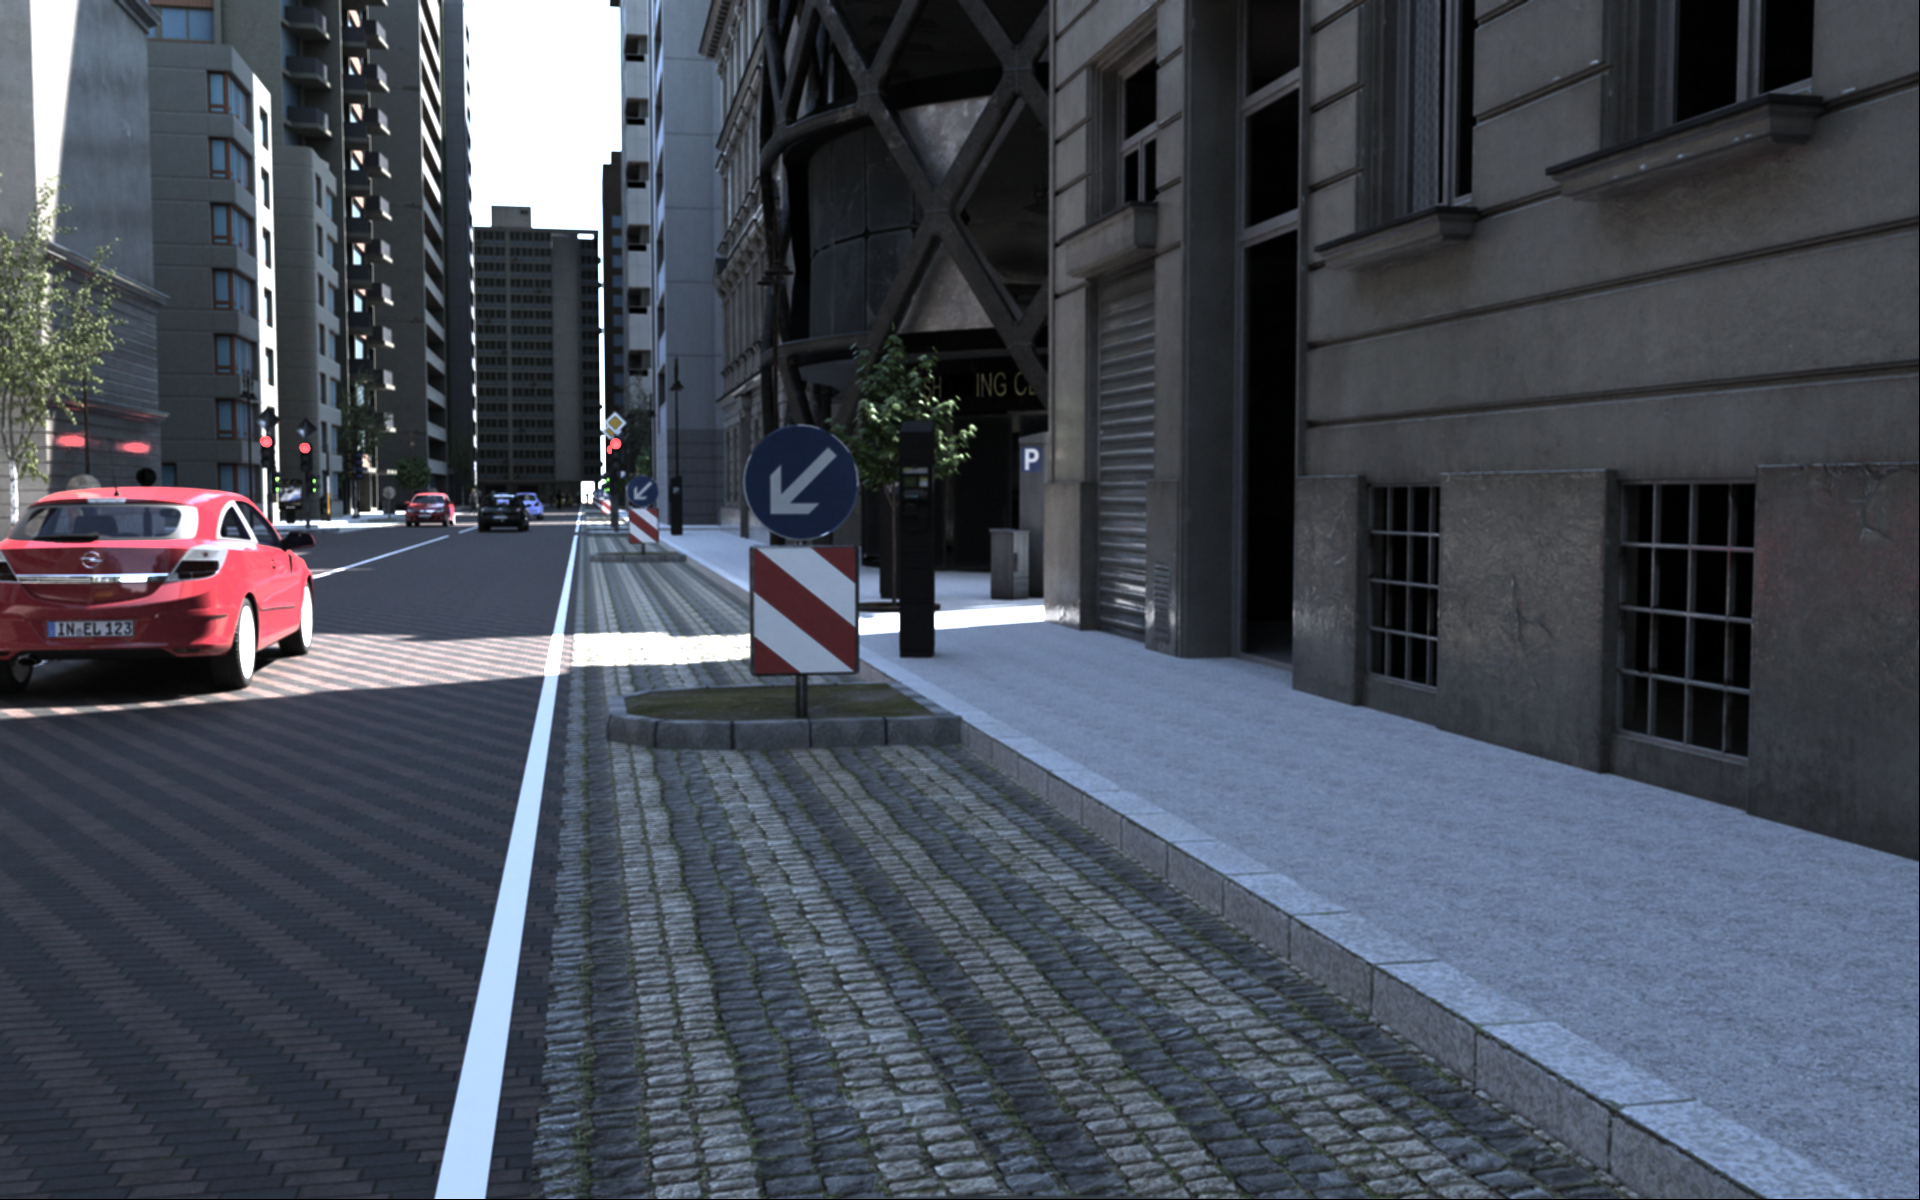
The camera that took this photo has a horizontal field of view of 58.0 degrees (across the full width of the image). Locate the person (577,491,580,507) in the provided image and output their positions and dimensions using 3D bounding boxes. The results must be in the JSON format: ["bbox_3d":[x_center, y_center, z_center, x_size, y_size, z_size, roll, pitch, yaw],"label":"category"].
[{"bbox_3d":[-43.382,-11.455,196.520,0.721,1.736,1.217,0,4,-7],"label":"person"}]

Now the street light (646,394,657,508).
[{"bbox_3d":[-14.009,-6.477,78.682,0.468,5.910,1.993,-1,4,-12],"label":"street light"}]

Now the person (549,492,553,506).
[{"bbox_3d":[-47.991,-11.844,202.950,0.742,1.727,0.445,3,4,38],"label":"person"}]

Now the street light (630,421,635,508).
[{"bbox_3d":[-20.503,-8.308,108.626,0.468,5.910,1.993,-1,4,-12],"label":"street light"}]

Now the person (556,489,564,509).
[{"bbox_3d":[-37.468,-9.414,162.046,0.705,1.869,1.348,-3,5,-43],"label":"person"}]

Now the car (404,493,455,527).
[{"bbox_3d":[-23.824,-4.212,77.913,2.155,1.783,4.494,-1,4,-11],"label":"car"}]

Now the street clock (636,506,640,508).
[{"bbox_3d":[-19.552,-6.150,105.125,0.471,2.002,0.358,-3,5,-41],"label":"street clock"}]

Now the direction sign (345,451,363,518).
[{"bbox_3d":[-31.914,-6.069,91.220,0.876,3.537,0.379,-2,4,-29],"label":"direction sign"}]

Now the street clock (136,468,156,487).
[{"bbox_3d":[-22.867,-2.700,48.714,0.358,2.002,0.471,3,5,42],"label":"street clock"}]

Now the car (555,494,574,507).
[{"bbox_3d":[-44.060,-11.173,192.899,2.015,1.641,3.980,-1,4,-12],"label":"car"}]

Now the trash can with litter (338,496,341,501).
[{"bbox_3d":[-34.886,-5.183,96.128,1.055,1.170,0.624,-2,4,-26],"label":"trash can with litter"}]

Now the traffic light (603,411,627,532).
[{"bbox_3d":[-11.699,-4.273,58.780,0.839,4.253,0.868,-1,4,-12],"label":"traffic light"}]

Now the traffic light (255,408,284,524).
[{"bbox_3d":[-22.505,-4.129,56.423,0.839,4.253,0.868,-1,4,-12],"label":"traffic light"}]

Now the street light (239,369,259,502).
[{"bbox_3d":[-26.258,-5.581,64.031,0.468,5.910,1.993,-1,4,-12],"label":"street light"}]

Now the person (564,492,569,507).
[{"bbox_3d":[-43.052,-10.978,189.460,0.415,1.643,0.593,2,4,29],"label":"person"}]

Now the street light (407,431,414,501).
[{"bbox_3d":[-39.324,-9.259,124.165,0.468,5.910,1.993,-1,4,-12],"label":"street light"}]

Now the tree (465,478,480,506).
[{"bbox_3d":[-53.542,-11.908,189.295,1.663,3.219,1.824,0,3,0],"label":"tree"}]

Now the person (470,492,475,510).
[{"bbox_3d":[-43.318,-8.851,154.023,0.445,1.727,0.742,0,4,4],"label":"person"}]

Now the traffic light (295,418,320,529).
[{"bbox_3d":[-24.201,-4.606,64.226,0.839,4.253,0.868,-1,4,-12],"label":"traffic light"}]

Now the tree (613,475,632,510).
[{"bbox_3d":[-28.447,-9.274,146.237,1.663,3.219,1.824,0,3,0],"label":"tree"}]

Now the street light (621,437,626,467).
[{"bbox_3d":[-26.939,-10.133,138.455,0.468,5.910,1.993,-1,4,-12],"label":"street light"}]

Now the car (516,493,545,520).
[{"bbox_3d":[-24.335,-5.364,97.285,1.945,1.707,3.694,-1,4,-11],"label":"car"}]

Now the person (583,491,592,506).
[{"bbox_3d":[-45.354,-12.378,210.835,1.348,1.831,0.705,-2,4,-32],"label":"person"}]

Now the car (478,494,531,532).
[{"bbox_3d":[-17.725,-3.518,67.310,2.009,1.686,4.222,-1,4,-11],"label":"car"}]

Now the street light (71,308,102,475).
[{"bbox_3d":[-21.740,-4.300,43.098,0.468,5.910,1.993,-1,4,-12],"label":"street light"}]

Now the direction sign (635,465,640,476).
[{"bbox_3d":[-25.120,-8.797,135.834,0.379,3.537,0.876,2,4,32],"label":"direction sign"}]

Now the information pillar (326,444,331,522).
[{"bbox_3d":[-29.220,-5.427,80.078,0.183,3.616,0.504,-1,4,-21],"label":"information pillar"}]

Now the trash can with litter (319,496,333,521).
[{"bbox_3d":[-30.852,-4.461,84.320,0.624,1.170,1.055,-1,4,-19],"label":"trash can with litter"}]

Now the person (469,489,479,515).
[{"bbox_3d":[-33.238,-6.722,118.585,0.709,1.800,0.728,1,4,8],"label":"person"}]

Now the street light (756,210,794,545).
[{"bbox_3d":[-3.037,-3.407,28.500,0.468,5.910,1.993,-1,4,-12],"label":"street light"}]

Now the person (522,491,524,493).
[{"bbox_3d":[-45.390,-10.429,179.732,1.217,1.735,0.721,-2,4,-27],"label":"person"}]

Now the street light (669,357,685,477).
[{"bbox_3d":[-9.526,-5.230,58.291,0.468,5.910,1.993,-1,4,-12],"label":"street light"}]

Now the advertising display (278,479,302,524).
[{"bbox_3d":[-28.797,-4.236,74.466,0.974,1.923,0.123,-1,4,-22],"label":"advertising display"}]

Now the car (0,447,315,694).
[{"bbox_3d":[-6.435,-0.305,14.035,2.155,1.783,4.494,-1,4,-12],"label":"car"}]

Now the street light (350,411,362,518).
[{"bbox_3d":[-32.850,-7.436,94.370,0.468,5.910,1.993,-1,4,-12],"label":"street light"}]

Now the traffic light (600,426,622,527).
[{"bbox_3d":[-13.395,-4.750,66.583,0.839,4.253,0.868,-1,4,-12],"label":"traffic light"}]

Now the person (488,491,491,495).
[{"bbox_3d":[-50.110,-10.746,184.911,1.217,1.743,0.721,-1,4,-18],"label":"person"}]

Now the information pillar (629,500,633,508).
[{"bbox_3d":[-23.225,-7.203,122.268,0.304,2.012,0.304,0,4,-6],"label":"information pillar"}]
